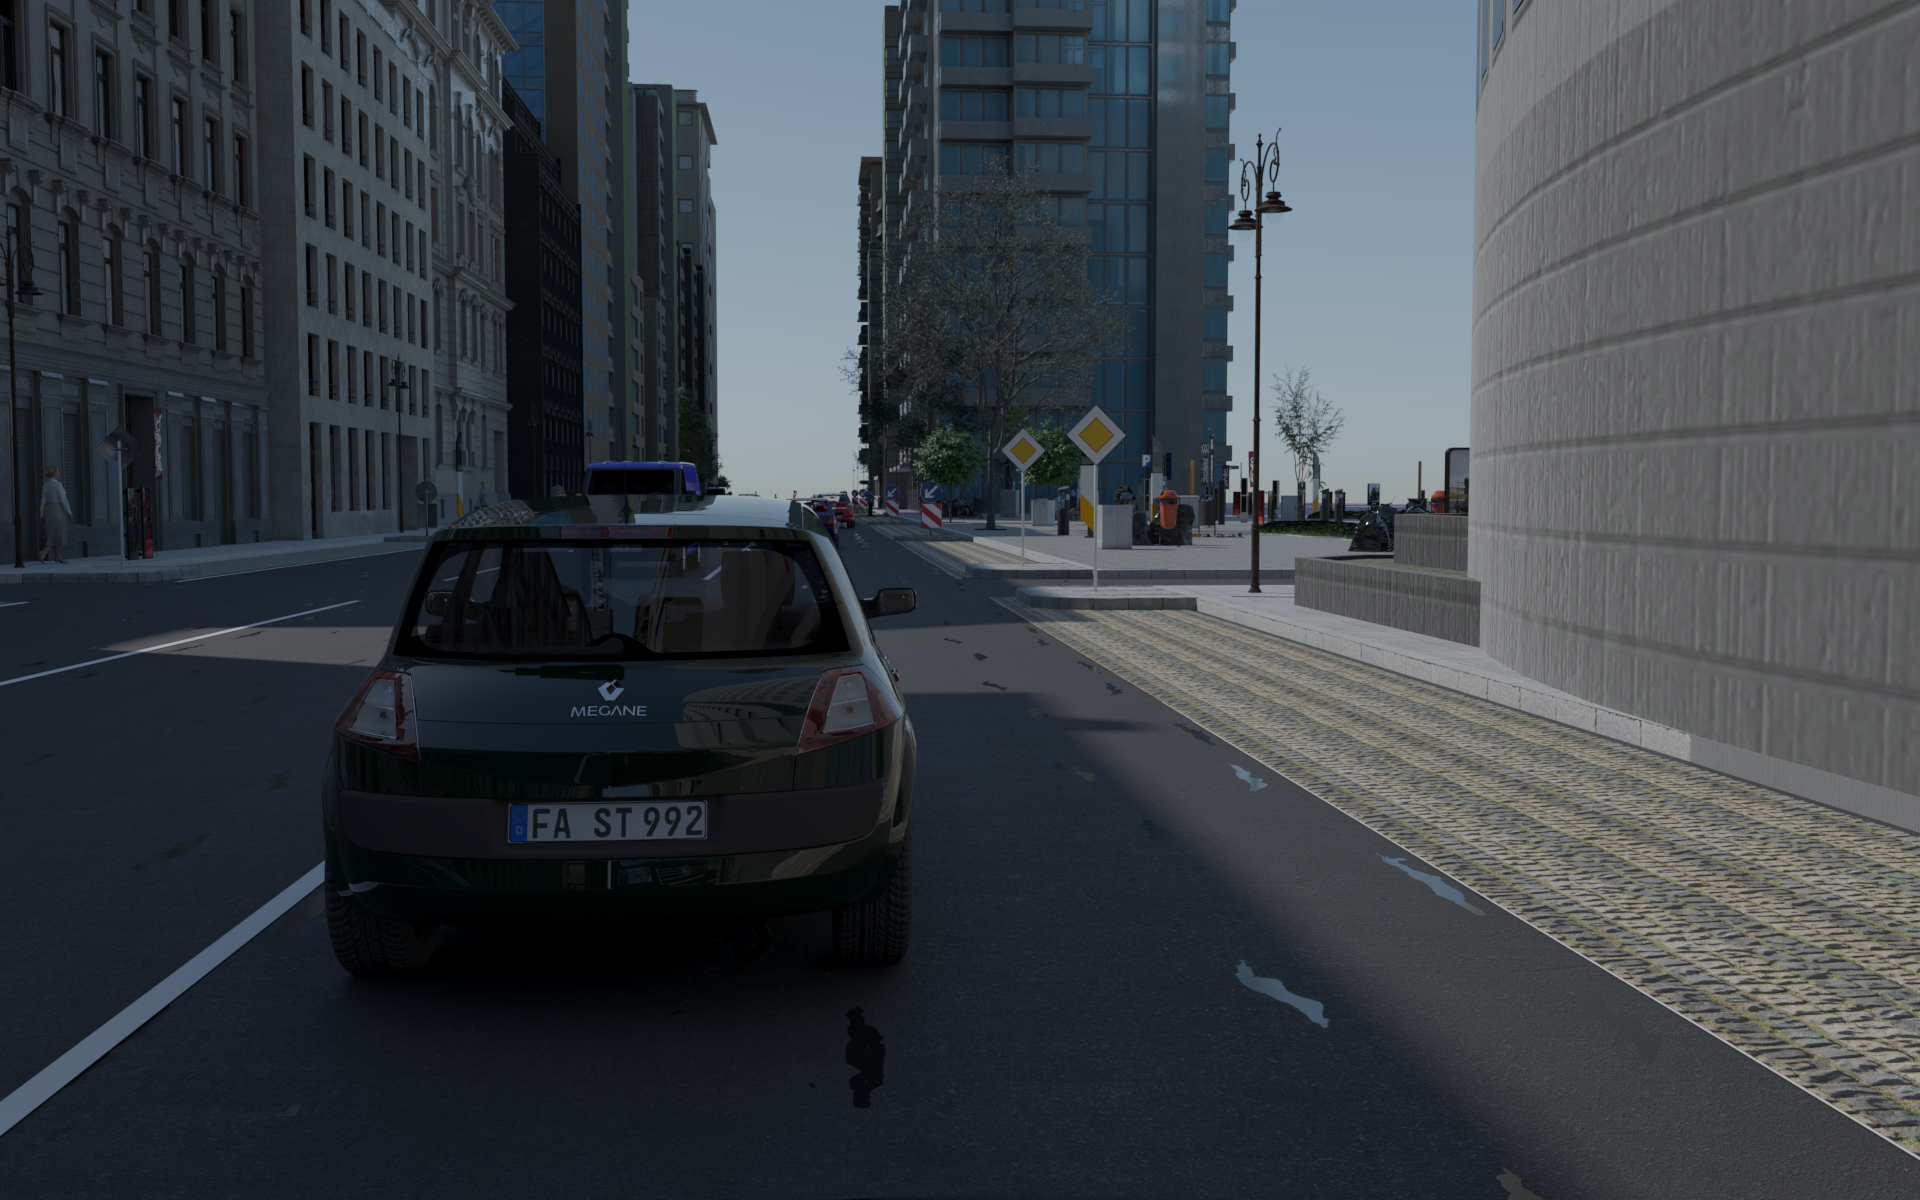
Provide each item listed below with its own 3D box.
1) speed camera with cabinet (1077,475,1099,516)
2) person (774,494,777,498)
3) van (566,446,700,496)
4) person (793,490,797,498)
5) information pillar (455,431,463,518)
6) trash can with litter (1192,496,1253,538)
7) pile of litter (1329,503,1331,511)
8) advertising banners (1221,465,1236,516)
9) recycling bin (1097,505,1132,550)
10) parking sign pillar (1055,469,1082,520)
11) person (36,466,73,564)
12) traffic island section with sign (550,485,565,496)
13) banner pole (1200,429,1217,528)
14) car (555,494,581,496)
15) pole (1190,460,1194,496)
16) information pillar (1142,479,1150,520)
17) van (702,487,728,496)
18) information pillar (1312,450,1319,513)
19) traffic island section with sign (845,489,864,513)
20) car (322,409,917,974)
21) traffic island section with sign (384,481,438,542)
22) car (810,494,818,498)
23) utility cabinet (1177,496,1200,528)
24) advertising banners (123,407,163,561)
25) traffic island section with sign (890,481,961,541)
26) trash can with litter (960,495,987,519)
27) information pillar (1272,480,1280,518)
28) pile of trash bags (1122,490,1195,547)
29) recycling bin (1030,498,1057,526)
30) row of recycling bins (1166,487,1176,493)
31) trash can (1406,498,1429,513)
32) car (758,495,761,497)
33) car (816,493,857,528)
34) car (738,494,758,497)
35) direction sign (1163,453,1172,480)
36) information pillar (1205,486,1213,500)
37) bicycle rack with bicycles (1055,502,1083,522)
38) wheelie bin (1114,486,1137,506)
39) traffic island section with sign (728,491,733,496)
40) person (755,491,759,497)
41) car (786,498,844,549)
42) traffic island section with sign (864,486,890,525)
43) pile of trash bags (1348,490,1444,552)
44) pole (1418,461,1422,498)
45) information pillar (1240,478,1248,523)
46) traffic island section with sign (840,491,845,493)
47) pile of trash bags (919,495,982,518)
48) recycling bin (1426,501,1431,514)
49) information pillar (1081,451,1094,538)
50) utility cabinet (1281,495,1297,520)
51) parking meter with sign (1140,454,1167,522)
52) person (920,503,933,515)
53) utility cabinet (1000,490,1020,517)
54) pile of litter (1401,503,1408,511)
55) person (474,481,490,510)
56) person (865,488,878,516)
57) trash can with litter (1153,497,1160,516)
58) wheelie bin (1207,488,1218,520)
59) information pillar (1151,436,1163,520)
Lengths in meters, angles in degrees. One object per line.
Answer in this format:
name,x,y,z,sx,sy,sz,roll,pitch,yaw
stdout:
speed camera with cabinet,6.386,-5.836,89.759,0.660,3.252,2.038,3,5,40
person,-16.288,-8.626,152.790,1.065,1.426,0.557,3,5,43
van,-5.845,-1.678,31.812,2.240,2.365,5.245,0,4,-4
person,-13.249,-7.870,137.891,0.721,1.743,1.217,-1,4,-9
information pillar,-18.632,-4.472,64.465,0.183,3.616,0.504,0,4,3
trash can with litter,7.617,-2.447,51.069,2.233,1.210,1.678,2,4,29
pile of litter,19.135,-4.737,91.421,1.176,0.858,1.719,1,4,21
advertising banners,16.520,-6.541,103.137,2.074,3.025,0.090,2,4,31
recycling bin,3.594,-1.702,40.385,0.722,1.027,0.722,0,4,-7
parking sign pillar,5.411,-6.010,86.737,1.447,3.967,1.447,-1,4,-22
person,-16.585,-1.551,31.634,0.478,1.798,0.641,2,4,33
traffic island section with sign,-18.369,-4.308,79.062,1.989,1.847,2.006,0,4,-5
banner pole,9.557,-4.646,65.982,0.401,3.779,0.863,0,4,-3
car,-12.807,-2.869,57.137,2.015,1.641,3.980,0,4,-3
pole,13.777,-6.664,102.796,0.158,3.312,0.155,0,3,0
information pillar,9.072,-4.897,84.563,0.304,2.012,0.304,-1,4,-13
van,-21.879,-9.242,155.491,2.240,2.365,5.245,0,4,-5
information pillar,19.145,-6.231,93.232,0.504,3.616,0.183,-3,5,-44
traffic island section with sign,-7.383,-7.407,129.736,1.989,1.847,2.006,0,4,-5
car,-1.129,0.194,6.623,2.009,1.686,4.222,0,4,-5
traffic island section with sign,-16.132,-2.665,52.199,1.989,1.847,2.006,0,4,-5
car,-20.256,-14.420,245.550,2.009,1.686,4.222,0,4,-5
utility cabinet,8.423,-3.275,64.715,1.020,1.237,0.306,-1,4,-10
advertising banners,-16.127,-2.330,34.279,0.090,3.025,2.074,0,4,-5
traffic island section with sign,-1.039,-2.722,53.140,1.989,1.847,2.006,0,4,-5
trash can with litter,0.657,-4.871,90.706,2.233,1.210,1.678,2,4,31
information pillar,16.681,-5.319,91.465,0.304,2.012,0.304,2,4,32
pile of trash bags,4.942,-2.050,43.278,1.912,1.369,3.447,0,4,-5
recycling bin,3.324,-3.459,69.111,0.722,1.027,0.722,2,4,27
row of recycling bins,11.945,-5.889,103.403,1.069,1.692,3.534,-1,4,-13
trash can,15.628,-2.907,59.175,0.748,1.137,0.748,0,3,0
car,-27.538,-13.504,233.365,1.945,1.354,3.894,0,4,-5
car,-5.460,-3.981,74.129,2.155,1.783,4.494,0,4,-6
car,-14.643,-6.766,119.412,1.959,1.807,4.718,0,4,-4
direction sign,11.293,-6.342,95.690,0.876,3.537,0.379,3,4,36
information pillar,13.504,-5.465,93.840,0.304,2.012,0.304,-3,5,-40
bicycle rack with bicycles,5.878,-4.099,80.401,2.925,0.926,2.852,0,4,5
wheelie bin,6.126,-3.447,64.270,0.693,1.594,0.980,-2,4,-30
traffic island section with sign,-31.550,-14.042,238.220,1.989,1.847,2.006,0,4,-5
person,-23.185,-11.508,197.170,1.217,1.766,0.721,2,4,29
car,-4.051,-2.037,45.882,1.945,1.354,3.894,0,4,-4
traffic island section with sign,-3.295,-4.383,80.296,1.989,1.847,2.006,0,4,-5
pile of trash bags,10.329,-1.811,39.370,1.912,1.369,3.447,3,5,40
pole,28.335,-6.906,106.752,0.158,3.312,0.155,0,3,0
information pillar,12.784,-4.487,77.862,0.304,2.012,0.304,1,4,16
traffic island section with sign,-9.613,-9.050,156.599,1.989,1.847,2.006,0,4,-5
pile of trash bags,-0.609,-5.172,94.310,3.447,1.369,1.912,-1,4,-22
recycling bin,17.611,-3.236,65.458,0.722,1.027,0.722,0,4,0
information pillar,3.767,-3.629,50.692,0.504,3.616,0.183,3,4,37
utility cabinet,16.676,-4.647,87.148,1.020,1.237,0.306,0,4,-4
parking meter with sign,8.636,-4.853,75.601,0.543,3.016,1.738,-2,4,-34
person,-1.970,-6.007,104.229,0.622,1.834,0.822,-3,5,-43
utility cabinet,2.715,-5.244,94.416,0.318,1.500,1.173,-3,5,-44
pile of litter,24.888,-4.971,95.234,1.719,0.858,1.176,0,4,-3
person,-19.594,-3.972,71.160,0.728,1.800,0.709,2,4,34
person,-5.803,-6.374,112.695,0.705,1.826,1.348,-3,5,-41
trash can with litter,5.840,-2.592,53.438,2.233,1.210,1.678,1,4,14
wheelie bin,12.581,-4.706,84.852,0.693,1.594,0.980,3,5,42
information pillar,7.888,-4.779,69.490,0.504,3.616,0.183,-1,4,-23
